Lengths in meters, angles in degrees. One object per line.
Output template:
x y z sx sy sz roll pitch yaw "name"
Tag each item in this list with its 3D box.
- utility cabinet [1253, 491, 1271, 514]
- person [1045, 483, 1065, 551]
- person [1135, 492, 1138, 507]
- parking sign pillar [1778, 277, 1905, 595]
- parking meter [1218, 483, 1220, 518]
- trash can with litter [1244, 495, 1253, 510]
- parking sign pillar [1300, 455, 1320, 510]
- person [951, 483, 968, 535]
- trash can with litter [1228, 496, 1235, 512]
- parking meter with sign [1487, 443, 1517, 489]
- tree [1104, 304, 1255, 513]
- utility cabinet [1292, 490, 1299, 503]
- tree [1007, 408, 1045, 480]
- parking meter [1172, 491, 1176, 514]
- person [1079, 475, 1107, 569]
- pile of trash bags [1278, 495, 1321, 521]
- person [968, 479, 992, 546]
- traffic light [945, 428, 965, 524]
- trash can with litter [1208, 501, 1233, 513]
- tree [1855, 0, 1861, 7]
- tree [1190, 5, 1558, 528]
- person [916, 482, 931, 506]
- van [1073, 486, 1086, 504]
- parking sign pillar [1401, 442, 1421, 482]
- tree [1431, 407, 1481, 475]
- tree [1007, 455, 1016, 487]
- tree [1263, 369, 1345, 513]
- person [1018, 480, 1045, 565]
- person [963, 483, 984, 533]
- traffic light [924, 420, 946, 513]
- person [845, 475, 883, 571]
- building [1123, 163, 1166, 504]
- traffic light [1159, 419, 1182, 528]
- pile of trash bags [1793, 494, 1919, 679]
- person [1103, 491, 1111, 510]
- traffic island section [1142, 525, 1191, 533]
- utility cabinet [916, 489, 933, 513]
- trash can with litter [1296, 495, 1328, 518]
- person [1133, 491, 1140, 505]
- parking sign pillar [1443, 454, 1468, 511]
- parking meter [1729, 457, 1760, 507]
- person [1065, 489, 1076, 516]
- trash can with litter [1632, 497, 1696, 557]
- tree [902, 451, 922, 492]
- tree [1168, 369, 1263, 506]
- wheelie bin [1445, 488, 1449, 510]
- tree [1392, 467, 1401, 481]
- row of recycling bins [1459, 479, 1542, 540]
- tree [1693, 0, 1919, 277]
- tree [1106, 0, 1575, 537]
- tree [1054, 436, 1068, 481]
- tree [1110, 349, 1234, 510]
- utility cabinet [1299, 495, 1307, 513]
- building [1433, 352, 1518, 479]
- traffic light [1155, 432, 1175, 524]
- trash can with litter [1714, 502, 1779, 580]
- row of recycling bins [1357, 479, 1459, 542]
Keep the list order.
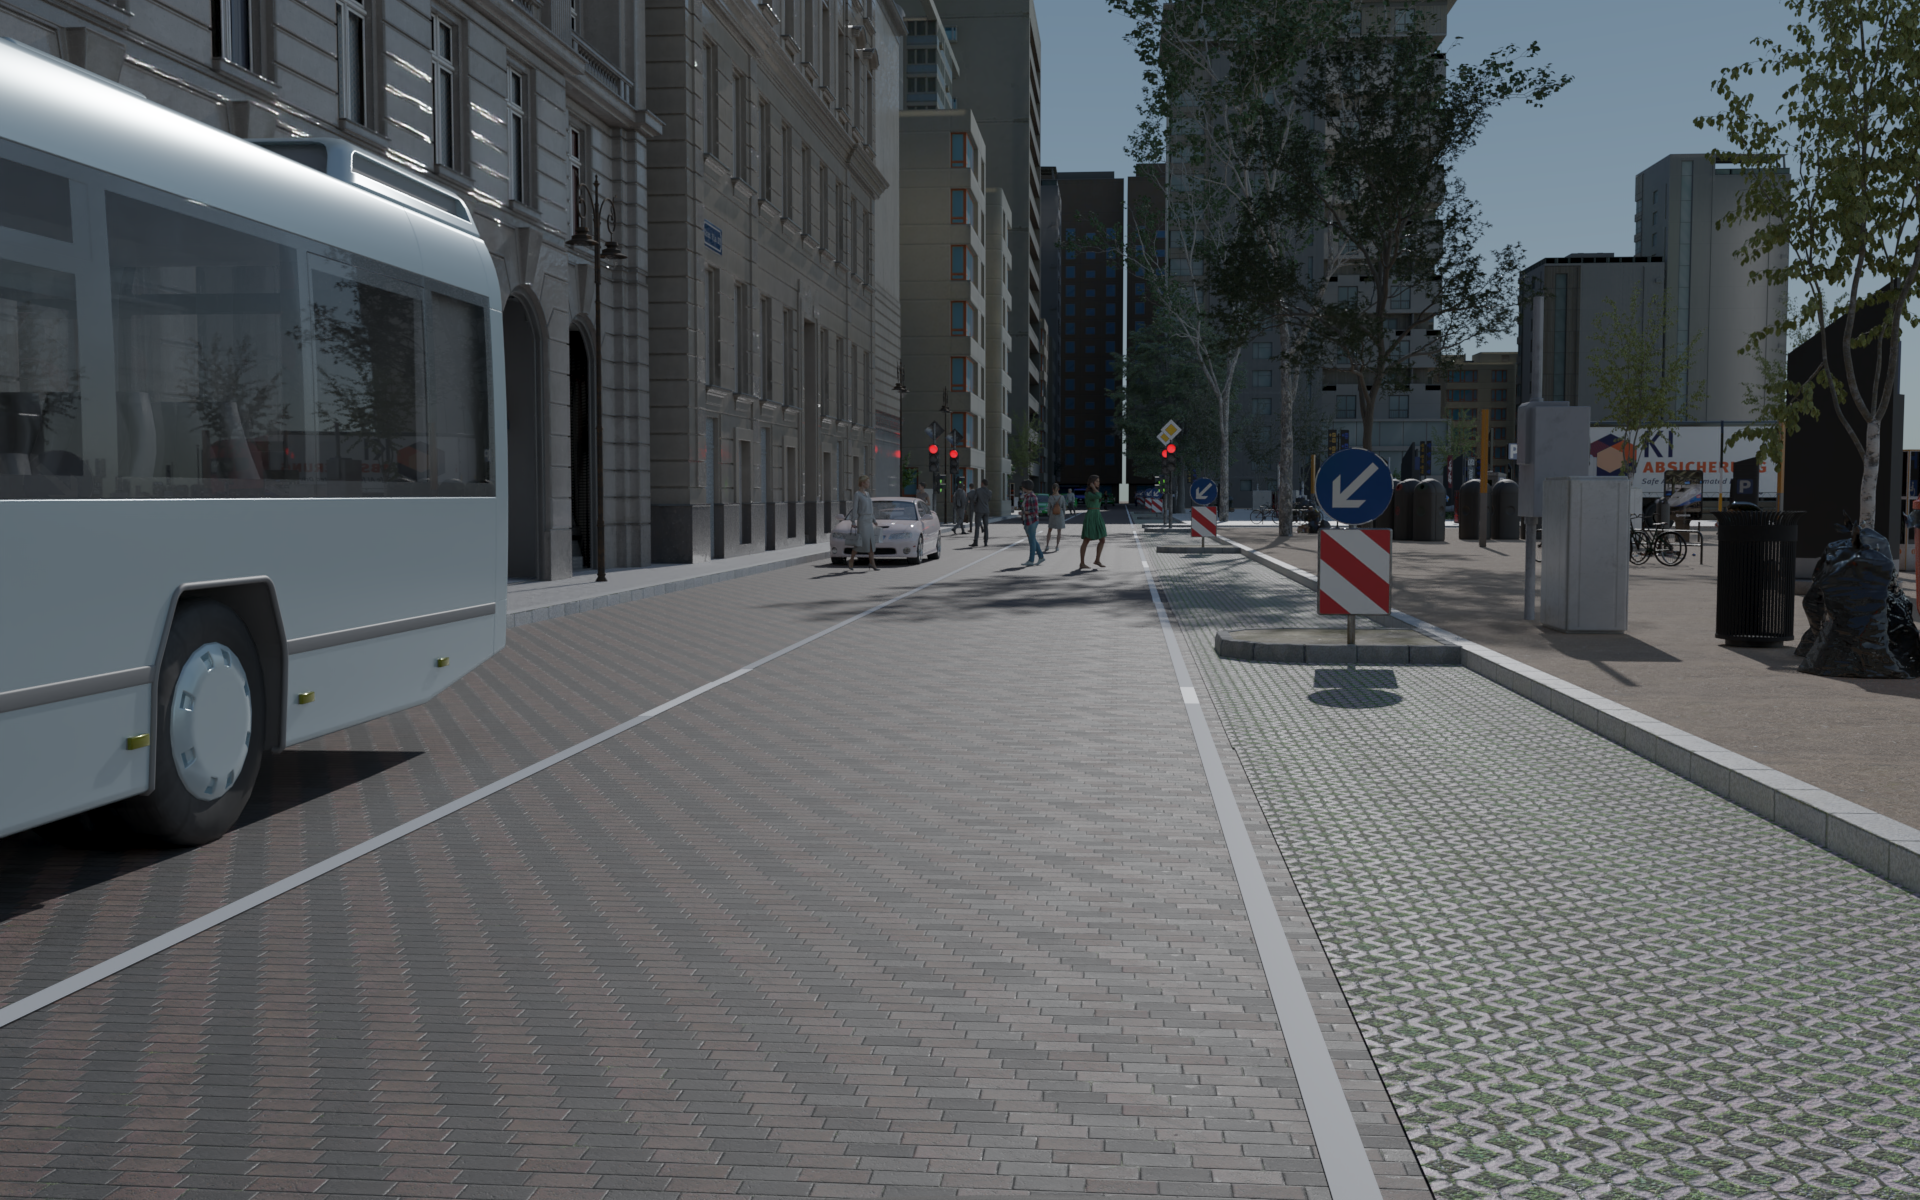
19.549 -6.328 112.134 1.173 1.500 0.318 1 4 11 "utility cabinet"
2.421 -2.097 43.788 0.512 1.701 0.522 0 4 -7 "person"
19.019 -10.892 187.521 0.436 1.711 0.756 1 4 13 "person"
11.312 -2.062 22.180 1.447 3.967 1.447 -3 5 -43 "parking sign pillar"
14.317 -5.443 94.699 0.399 1.863 0.255 -1 4 -9 "parking meter"
23.099 -7.741 137.623 1.678 1.210 2.233 2 4 35 "trash can with litter"
23.869 -7.935 118.216 1.447 3.967 1.447 0 3 0 "parking sign pillar"
0.015 -3.216 61.176 0.850 1.850 0.679 -3 5 -40 "person"
19.467 -6.910 124.369 0.624 1.170 1.055 -1 4 -14 "trash can with litter"
18.671 -3.925 60.440 0.543 3.016 1.738 -2 4 -28 "parking meter with sign"
14.558 -12.724 114.691 9.857 13.997 8.962 0 3 0 "tree"
18.723 -5.497 98.562 0.318 1.500 1.173 -3 5 -45 "utility cabinet"
5.343 -11.991 146.409 4.737 8.622 4.395 0 3 0 "tree"
13.838 -6.357 112.353 0.372 1.533 0.369 0 3 0 "parking meter"
2.553 -1.503 33.315 0.529 1.795 0.600 1 4 21 "person"
16.688 -4.398 81.663 3.447 1.369 1.912 1 4 19 "pile of trash bags"
0.548 -2.401 47.566 0.655 1.846 0.447 -2 4 -26 "person"
-0.220 -5.198 73.907 0.839 4.253 0.868 0 4 5 "traffic light"
17.427 -6.530 117.829 2.233 1.210 1.678 1 4 8 "trash can with litter"
5.669 -3.505 7.670 4.360 8.622 3.978 0 3 0 "tree"
7.842 -6.101 34.165 7.601 10.594 8.767 -2 4 -29 "tree"
-1.184 -2.562 50.730 0.599 1.781 0.374 2 4 29 "person"
13.835 -11.815 197.563 2.240 2.365 5.245 0 4 6 "van"
23.496 -6.232 90.358 1.447 3.967 1.447 -1 4 -10 "parking sign pillar"
40.670 -11.729 142.138 4.737 8.622 4.395 0 3 0 "tree"
2.037 -8.040 115.163 4.285 4.588 4.351 0 3 0 "tree"
20.551 -9.311 102.596 4.360 8.622 3.978 0 3 0 "tree"
1.452 -1.558 34.814 0.643 1.720 0.563 -1 4 -11 "person"
0.506 -3.404 64.112 0.622 1.834 0.822 -2 4 -31 "person"
-0.962 -4.712 65.957 0.839 4.253 0.868 0 4 5 "traffic light"
-1.811 -1.442 32.429 0.624 1.780 0.694 3 5 44 "person"
29.920 -35.893 236.962 14.200 45.320 14.600 0 4 5 "building"
7.912 -4.662 65.147 0.839 4.253 0.868 0 4 5 "traffic light"
6.883 -0.146 12.140 1.912 1.369 3.447 2 4 27 "pile of trash bags"
13.221 -8.994 156.377 0.721 1.723 1.217 3 5 40 "person"
7.951 -2.629 65.257 2.009 0.180 2.903 0 4 5 "traffic island section"
-1.487 -4.006 74.170 0.318 1.500 1.173 2 4 26 "utility cabinet"
18.907 -5.085 94.195 2.233 1.210 1.678 1 4 13 "trash can with litter"
21.612 -12.418 211.665 1.348 1.807 0.705 -3 4 -38 "person"
33.005 -7.791 115.854 1.447 3.967 1.447 2 4 29 "parking sign pillar"
12.102 -1.287 26.747 0.399 1.863 0.255 2 4 28 "parking meter"
7.064 -6.258 111.310 0.782 1.767 0.515 2 4 35 "person"
14.425 -1.530 36.067 1.678 1.210 2.233 2 4 35 "trash can with litter"
-2.564 -4.453 67.413 1.663 3.219 1.824 0 3 0 "tree"
14.764 -9.293 102.302 4.360 8.622 3.978 0 3 0 "tree"
24.606 -4.964 89.068 0.980 1.594 0.693 0 4 6 "wheelie bin"
31.628 -8.003 125.457 1.663 3.219 1.824 0 3 0 "tree"
15.897 -2.566 49.064 3.534 1.692 1.069 -1 4 -9 "row of recycling bins"
9.488 -4.124 17.794 4.737 8.622 4.395 0 3 0 "tree"
10.628 -11.912 50.643 12.611 20.169 13.585 0 3 0 "tree"
10.870 -15.800 208.696 4.360 8.622 3.978 0 3 0 "tree"
17.534 -14.204 142.599 12.009 13.543 11.850 0 3 0 "tree"
22.026 -6.190 112.364 1.020 1.237 0.306 -2 4 -29 "utility cabinet"
79.557 -24.159 240.045 28.899 21.520 27.650 0 4 5 "building"
8.655 -5.148 73.097 0.839 4.253 0.868 0 4 5 "traffic light"
11.655 -0.866 25.546 1.055 1.170 0.624 -3 5 -40 "trash can with litter"
12.280 -2.523 48.368 1.069 1.692 3.534 -1 4 -22 "row of recycling bins"
